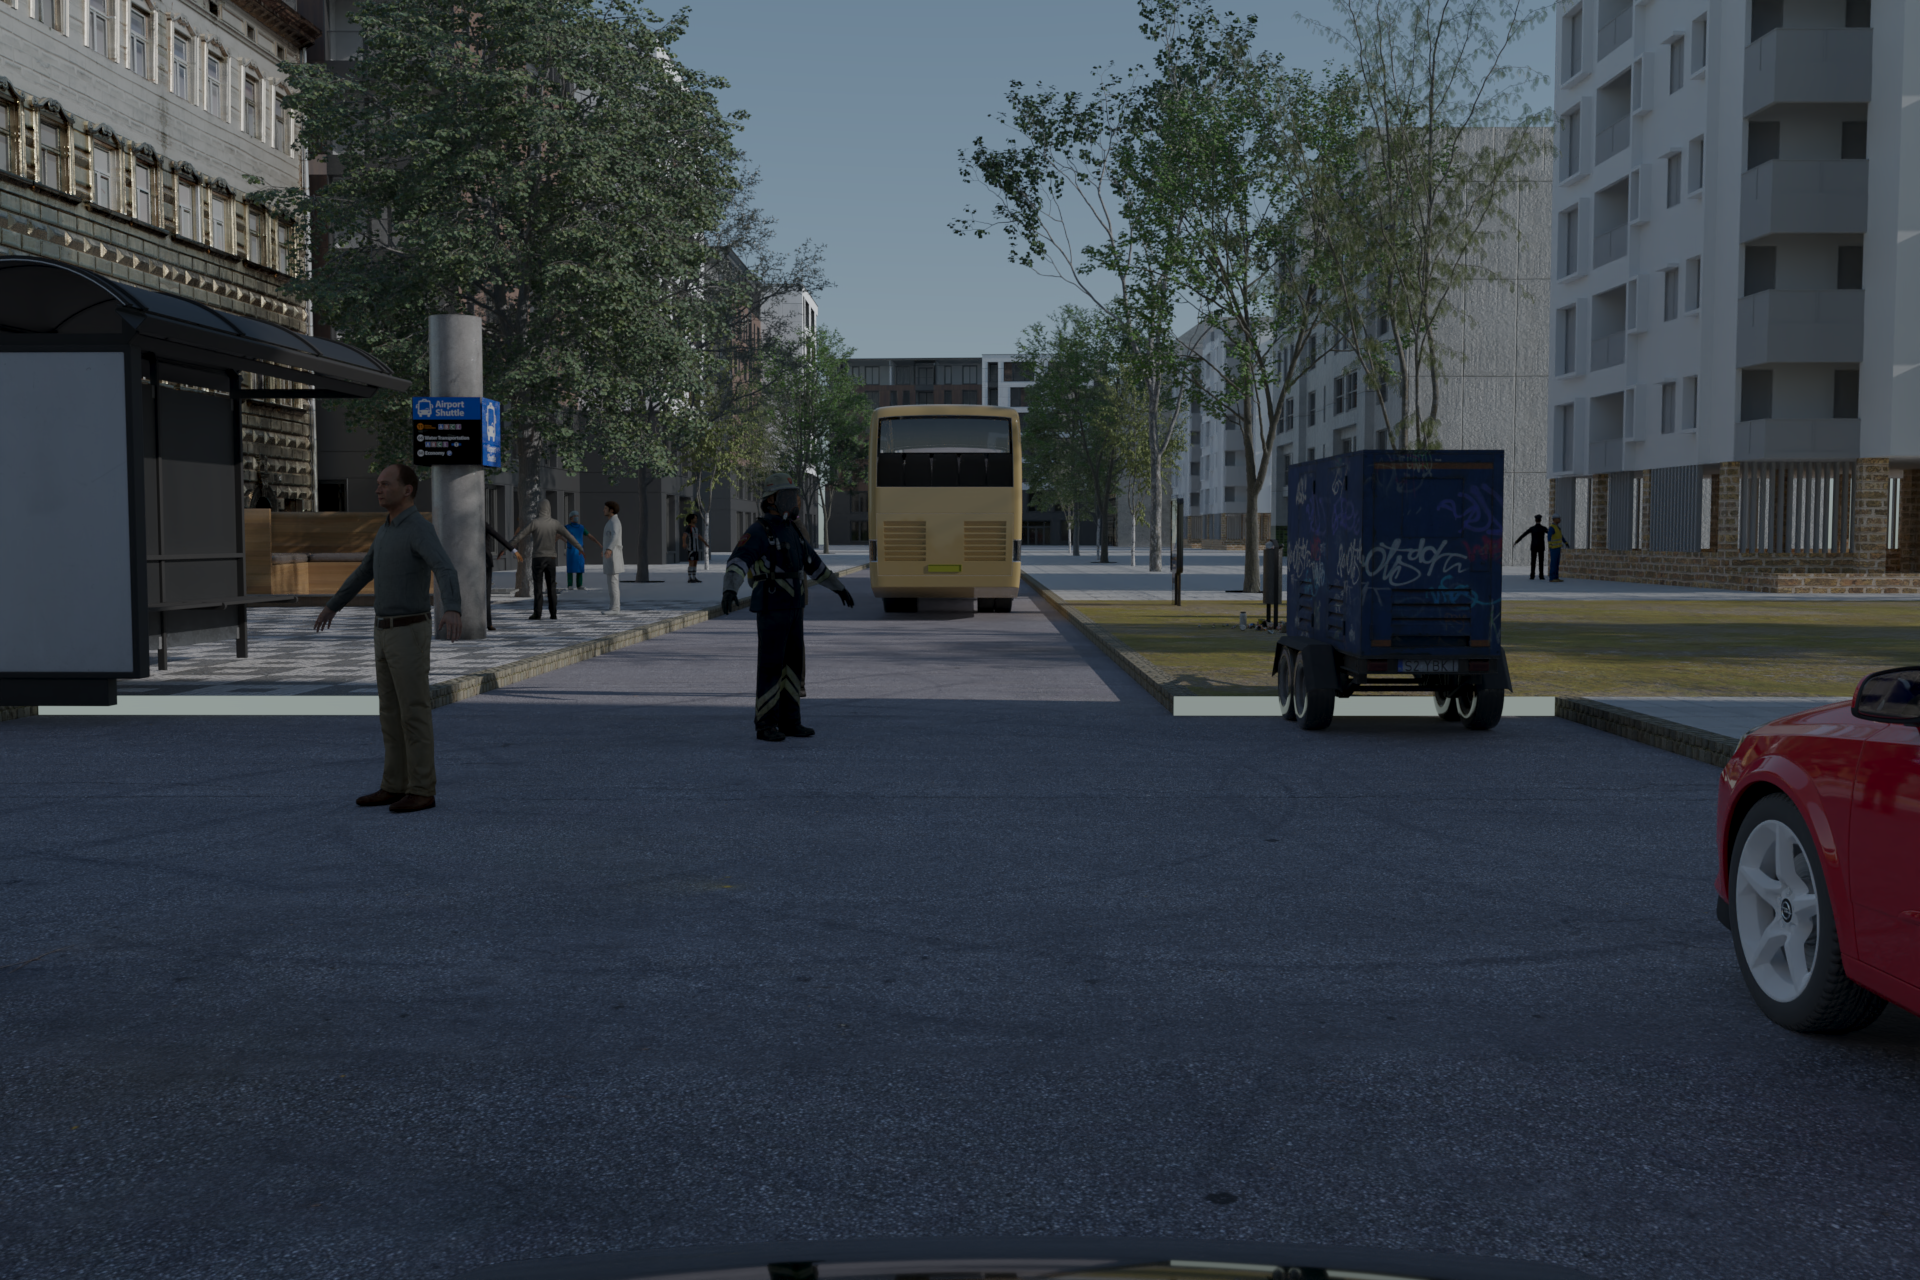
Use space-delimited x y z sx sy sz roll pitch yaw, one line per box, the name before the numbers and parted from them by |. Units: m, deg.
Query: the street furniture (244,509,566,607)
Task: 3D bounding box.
street furniture | -13.351 -1.682 34.350 11.010 1.723 9.812 -1 4 -9

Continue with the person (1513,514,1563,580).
person | 16.242 -2.615 48.688 1.347 1.837 0.705 1 4 22

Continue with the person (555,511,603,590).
person | -8.848 -2.063 39.855 1.347 1.817 0.704 -3 5 -39

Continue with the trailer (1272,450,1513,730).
trailer | 3.198 -0.406 13.684 1.471 1.999 3.904 0 3 0

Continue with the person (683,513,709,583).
person | -6.990 -2.406 45.483 0.704 1.843 1.345 1 4 19

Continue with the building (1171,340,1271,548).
building | 25.903 -19.125 169.118 16.016 20.090 11.380 0 4 0

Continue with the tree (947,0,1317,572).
tree | 5.887 -12.323 57.376 12.611 20.169 13.585 0 3 0

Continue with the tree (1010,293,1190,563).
tree | 6.267 -9.196 76.113 9.928 11.665 9.643 0 3 0

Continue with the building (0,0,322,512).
building | -29.059 -12.999 43.463 19.493 23.208 18.063 0 4 1

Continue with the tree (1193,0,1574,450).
tree | 5.220 -4.201 19.056 4.360 8.622 3.978 0 3 0

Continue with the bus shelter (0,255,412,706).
bus shelter | -6.790 -1.312 15.368 2.014 3.302 5.546 0 4 2

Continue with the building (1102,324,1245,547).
building | 25.154 -21.564 183.506 19.493 23.208 18.063 0 4 0

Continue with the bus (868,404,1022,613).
bus | -0.205 -2.624 34.448 2.896 3.916 12.252 0 4 0

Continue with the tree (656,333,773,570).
tree | -9.022 -6.844 62.261 4.737 8.622 4.395 0 3 0

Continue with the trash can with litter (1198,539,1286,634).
trash can with litter | 4.136 -0.735 23.081 1.678 1.210 2.233 0 4 -1

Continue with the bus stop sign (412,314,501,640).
bus stop sign | -6.125 -1.964 21.127 0.837 3.901 0.837 0 4 0

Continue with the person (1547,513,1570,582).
person | 15.940 -2.465 46.275 0.705 1.833 1.349 3 5 39

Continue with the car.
car | 3.235 0.326 3.713 2.155 1.783 4.494 0 4 1

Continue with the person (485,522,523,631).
person | -6.360 -1.000 23.073 1.216 1.740 0.721 1 4 22

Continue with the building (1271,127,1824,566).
building | 26.193 -13.304 83.980 16.747 18.905 31.486 0 4 1

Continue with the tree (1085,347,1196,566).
tree | 7.153 -7.253 68.944 4.737 8.622 4.395 0 3 0

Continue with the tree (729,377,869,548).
tree | -8.512 -9.981 97.600 8.767 10.594 7.601 -2 4 -30

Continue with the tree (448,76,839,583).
tree | -8.264 -8.264 45.491 12.009 13.543 11.850 0 3 0

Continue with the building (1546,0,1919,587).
building | 22.636 -11.813 49.561 16.016 20.090 11.380 0 4 1

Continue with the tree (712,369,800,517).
tree | -8.627 -7.713 76.476 4.360 8.622 3.978 0 3 0

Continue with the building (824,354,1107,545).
building | 1.377 -22.202 209.439 32.646 21.610 27.936 0 4 4

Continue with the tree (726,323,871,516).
tree | -7.941 -9.731 84.861 9.928 11.665 9.643 0 3 0

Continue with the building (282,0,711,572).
building | -26.328 -13.785 69.360 27.936 21.610 32.646 0 3 0

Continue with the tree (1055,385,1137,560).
tree | 6.788 -8.219 84.735 4.360 8.622 3.978 0 3 0

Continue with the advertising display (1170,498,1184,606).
advertising display | 3.910 -1.592 31.249 0.123 1.923 0.974 0 4 0

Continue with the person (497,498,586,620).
person | -6.241 -1.212 25.948 1.348 1.813 0.705 -2 4 -30

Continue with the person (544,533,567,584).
person | -10.495 -2.334 44.024 1.347 1.847 0.705 1 4 18

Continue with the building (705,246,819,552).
building | -26.763 -18.071 139.430 27.936 21.610 32.646 0 4 0

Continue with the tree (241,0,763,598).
tree | -8.855 -7.843 34.888 9.857 13.997 8.962 0 3 0

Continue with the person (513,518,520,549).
person | -10.539 -2.162 42.146 1.217 1.733 0.721 3 5 45

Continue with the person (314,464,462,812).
person | -2.940 -0.020 9.048 1.348 1.796 0.705 3 5 42

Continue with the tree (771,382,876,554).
tree | -8.575 -11.346 111.261 9.928 11.665 9.643 0 3 0

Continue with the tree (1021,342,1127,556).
tree | 6.508 -11.232 101.770 7.486 12.596 7.792 0 3 0

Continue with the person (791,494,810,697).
person | -1.520 -0.403 15.278 0.704 1.802 1.346 -1 4 -18

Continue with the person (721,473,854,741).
person | -1.239 -0.236 12.101 0.705 1.856 1.354 2 4 35

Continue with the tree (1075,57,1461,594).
tree | 6.536 -6.838 37.561 9.928 11.665 9.643 0 3 0

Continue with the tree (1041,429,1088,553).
tree | 7.613 -10.168 116.606 4.360 8.622 3.978 0 3 0

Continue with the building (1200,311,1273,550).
building | 25.809 -17.816 147.704 16.016 20.090 11.380 0 4 1

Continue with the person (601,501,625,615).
person | -5.571 -1.310 27.603 0.705 1.806 1.347 -1 4 -14
